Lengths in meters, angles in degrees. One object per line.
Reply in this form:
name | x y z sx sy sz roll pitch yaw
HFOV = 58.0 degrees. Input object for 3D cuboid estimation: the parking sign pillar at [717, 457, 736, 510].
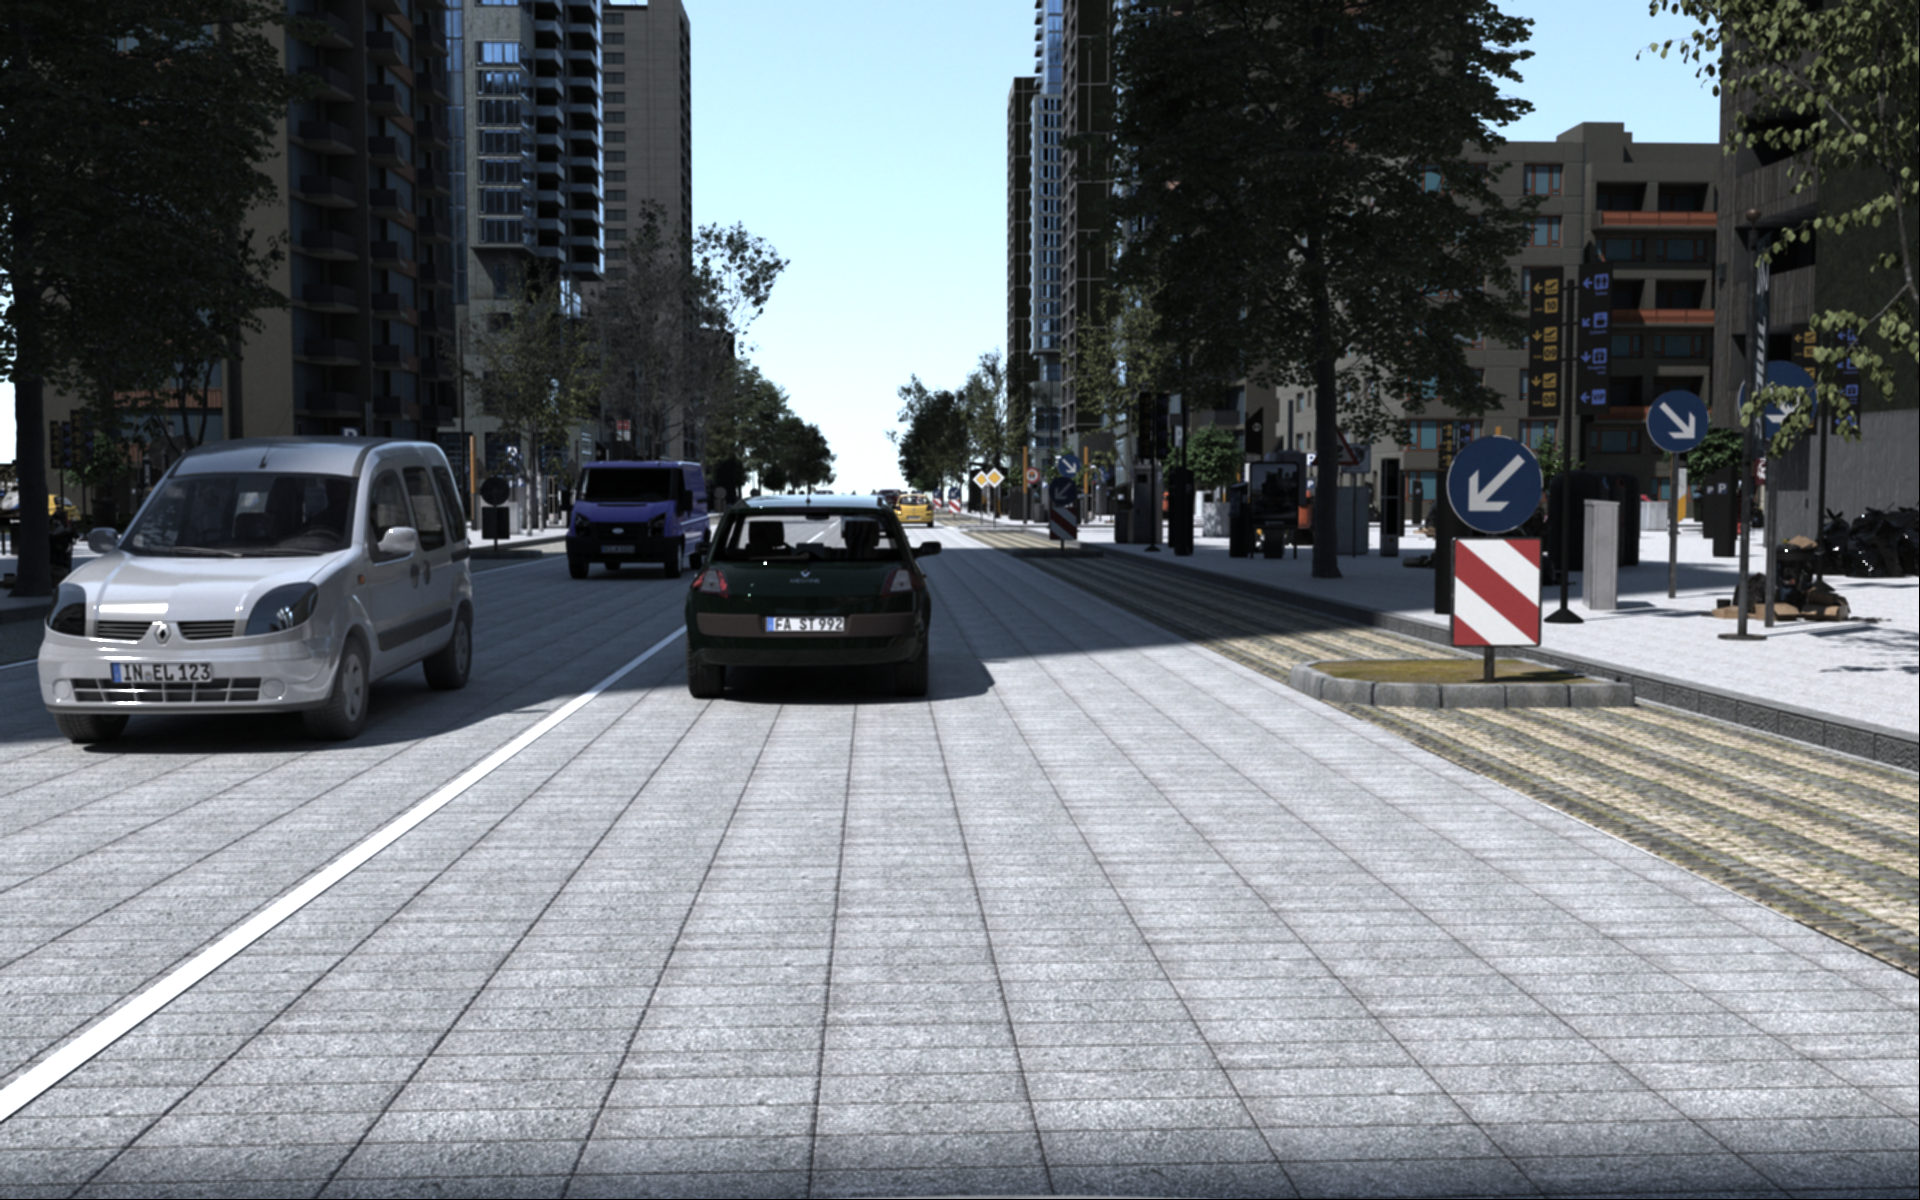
parking sign pillar | -16.652 -8.264 123.581 1.447 3.967 1.447 0 4 0

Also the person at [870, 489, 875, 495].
person | -6.508 -7.521 131.651 0.590 1.801 0.661 -3 5 -39

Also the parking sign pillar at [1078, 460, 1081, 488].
parking sign pillar | 8.983 -8.986 135.389 1.447 3.967 1.447 2 4 29

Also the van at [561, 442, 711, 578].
van | -5.746 -1.642 31.232 2.240 2.365 5.245 0 4 -2

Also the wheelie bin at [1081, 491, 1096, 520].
wheelie bin | 6.450 -4.818 86.688 0.693 1.594 0.980 1 4 11

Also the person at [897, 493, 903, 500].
person | -3.622 -5.751 105.127 0.503 1.515 0.523 -2 4 -29

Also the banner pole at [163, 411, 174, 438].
banner pole | -23.792 -3.798 52.121 0.401 3.779 0.863 0 4 1

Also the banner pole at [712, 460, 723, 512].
banner pole | -17.803 -8.398 127.322 0.863 3.779 0.401 0 4 -4

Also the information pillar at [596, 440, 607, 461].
information pillar | -15.556 -5.122 75.098 0.504 3.616 0.183 1 4 9

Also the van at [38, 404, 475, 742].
van | -4.415 -0.266 11.364 2.013 2.044 4.112 0 4 -3

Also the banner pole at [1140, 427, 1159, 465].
banner pole | 6.236 -4.068 56.532 0.863 3.779 0.401 -1 4 -21

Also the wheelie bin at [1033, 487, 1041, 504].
wheelie bin | 3.800 -4.393 79.727 0.980 1.594 0.693 -1 4 -22

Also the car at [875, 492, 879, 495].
car | -14.345 -17.681 297.759 2.281 1.827 5.304 0 4 -3

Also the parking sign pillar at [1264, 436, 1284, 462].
parking sign pillar | 14.409 -5.576 79.632 1.447 3.967 1.447 2 4 33

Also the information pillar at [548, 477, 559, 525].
information pillar | -17.112 -4.185 72.911 0.304 2.012 0.304 2 4 30

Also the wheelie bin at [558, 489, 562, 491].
wheelie bin | -23.408 -5.686 100.878 0.693 1.594 0.980 1 4 19

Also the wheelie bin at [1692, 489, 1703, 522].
wheelie bin | 34.068 -4.386 79.627 0.693 1.594 0.980 3 4 36

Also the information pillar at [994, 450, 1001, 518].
information pillar | 1.998 -6.210 92.894 0.183 3.616 0.504 3 4 38

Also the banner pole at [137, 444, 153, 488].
banner pole | -40.776 -5.905 86.560 0.863 3.779 0.401 -2 4 -31

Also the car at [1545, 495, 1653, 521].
car | 25.630 -3.677 69.163 4.494 1.783 2.155 0 4 -4

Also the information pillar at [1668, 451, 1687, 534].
information pillar | 22.970 -3.916 55.380 0.504 3.616 0.183 0 4 3

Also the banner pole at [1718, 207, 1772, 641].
banner pole | 6.886 -1.529 15.013 0.401 3.779 0.863 1 4 12

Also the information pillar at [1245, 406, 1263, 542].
information pillar | 7.891 -3.369 46.441 0.504 3.616 0.183 2 4 30

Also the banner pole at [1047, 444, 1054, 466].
banner pole | 4.499 -5.861 85.851 0.401 3.779 0.863 2 4 31

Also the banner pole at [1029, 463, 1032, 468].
banner pole | 5.707 -9.190 140.268 0.401 3.779 0.863 2 4 25

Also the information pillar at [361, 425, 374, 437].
information pillar | -20.263 -4.158 59.345 0.504 3.616 0.183 -3 5 -42

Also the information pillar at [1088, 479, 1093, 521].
information pillar | 6.066 -4.696 81.264 0.304 2.012 0.304 0 4 7

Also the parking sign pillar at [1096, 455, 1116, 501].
parking sign pillar | 9.788 -7.825 116.407 1.447 3.967 1.447 -2 4 -24

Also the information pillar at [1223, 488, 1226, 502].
information pillar | 12.889 -5.690 84.380 0.183 3.616 0.504 1 4 11

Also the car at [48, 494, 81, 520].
car | -36.133 -3.458 66.757 3.980 1.641 2.015 0 4 -2

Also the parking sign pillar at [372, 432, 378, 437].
parking sign pillar | -25.163 -5.343 75.831 1.447 3.967 1.447 1 4 18

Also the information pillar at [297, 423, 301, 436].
information pillar | -21.825 -4.031 57.268 0.183 3.616 0.504 -2 4 -26

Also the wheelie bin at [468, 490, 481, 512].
wheelie bin | -25.977 -5.190 92.770 0.693 1.594 0.980 -2 4 -32

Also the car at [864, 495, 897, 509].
car | -3.089 -2.799 57.760 2.014 1.417 4.499 0 4 -3

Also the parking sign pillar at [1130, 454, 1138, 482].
parking sign pillar | 11.880 -7.812 116.195 1.447 3.967 1.447 -1 4 -17

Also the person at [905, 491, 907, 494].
person | -5.690 -10.505 180.976 1.217 1.735 0.721 2 4 24

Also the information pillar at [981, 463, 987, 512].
information pillar | 1.786 -8.238 126.048 0.504 3.616 0.183 -2 4 -32

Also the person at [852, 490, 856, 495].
person | -11.186 -10.730 183.810 0.709 1.838 0.599 -3 5 -40

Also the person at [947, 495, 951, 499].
person | -1.351 -13.522 229.460 0.709 1.838 0.599 -1 4 -18

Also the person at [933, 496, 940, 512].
person | -1.877 -7.808 137.006 0.563 1.720 0.643 -1 4 -14

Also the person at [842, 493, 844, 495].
person | -19.549 -17.189 290.344 0.445 1.727 0.742 3 5 41

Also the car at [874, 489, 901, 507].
car | -4.895 -6.880 121.169 2.281 1.827 5.304 0 4 -2

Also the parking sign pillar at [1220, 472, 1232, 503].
parking sign pillar | 13.304 -6.002 86.612 1.447 3.967 1.447 0 4 -1

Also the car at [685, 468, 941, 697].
car | -1.132 -0.236 13.644 2.009 1.686 4.222 0 4 -3

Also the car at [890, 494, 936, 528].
car | -2.018 -3.942 74.677 2.015 1.641 3.980 0 4 -2

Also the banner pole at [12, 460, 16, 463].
banner pole | -60.320 -7.398 110.982 0.401 3.779 0.863 2 4 31

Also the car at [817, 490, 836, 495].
car | -12.618 -9.338 161.349 2.281 1.827 5.304 0 4 -1

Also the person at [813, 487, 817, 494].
person | -8.902 -6.021 106.808 0.748 1.841 0.638 1 4 22

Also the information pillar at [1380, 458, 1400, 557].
information pillar | 8.825 -1.900 35.562 0.304 2.012 0.304 0 4 -4
